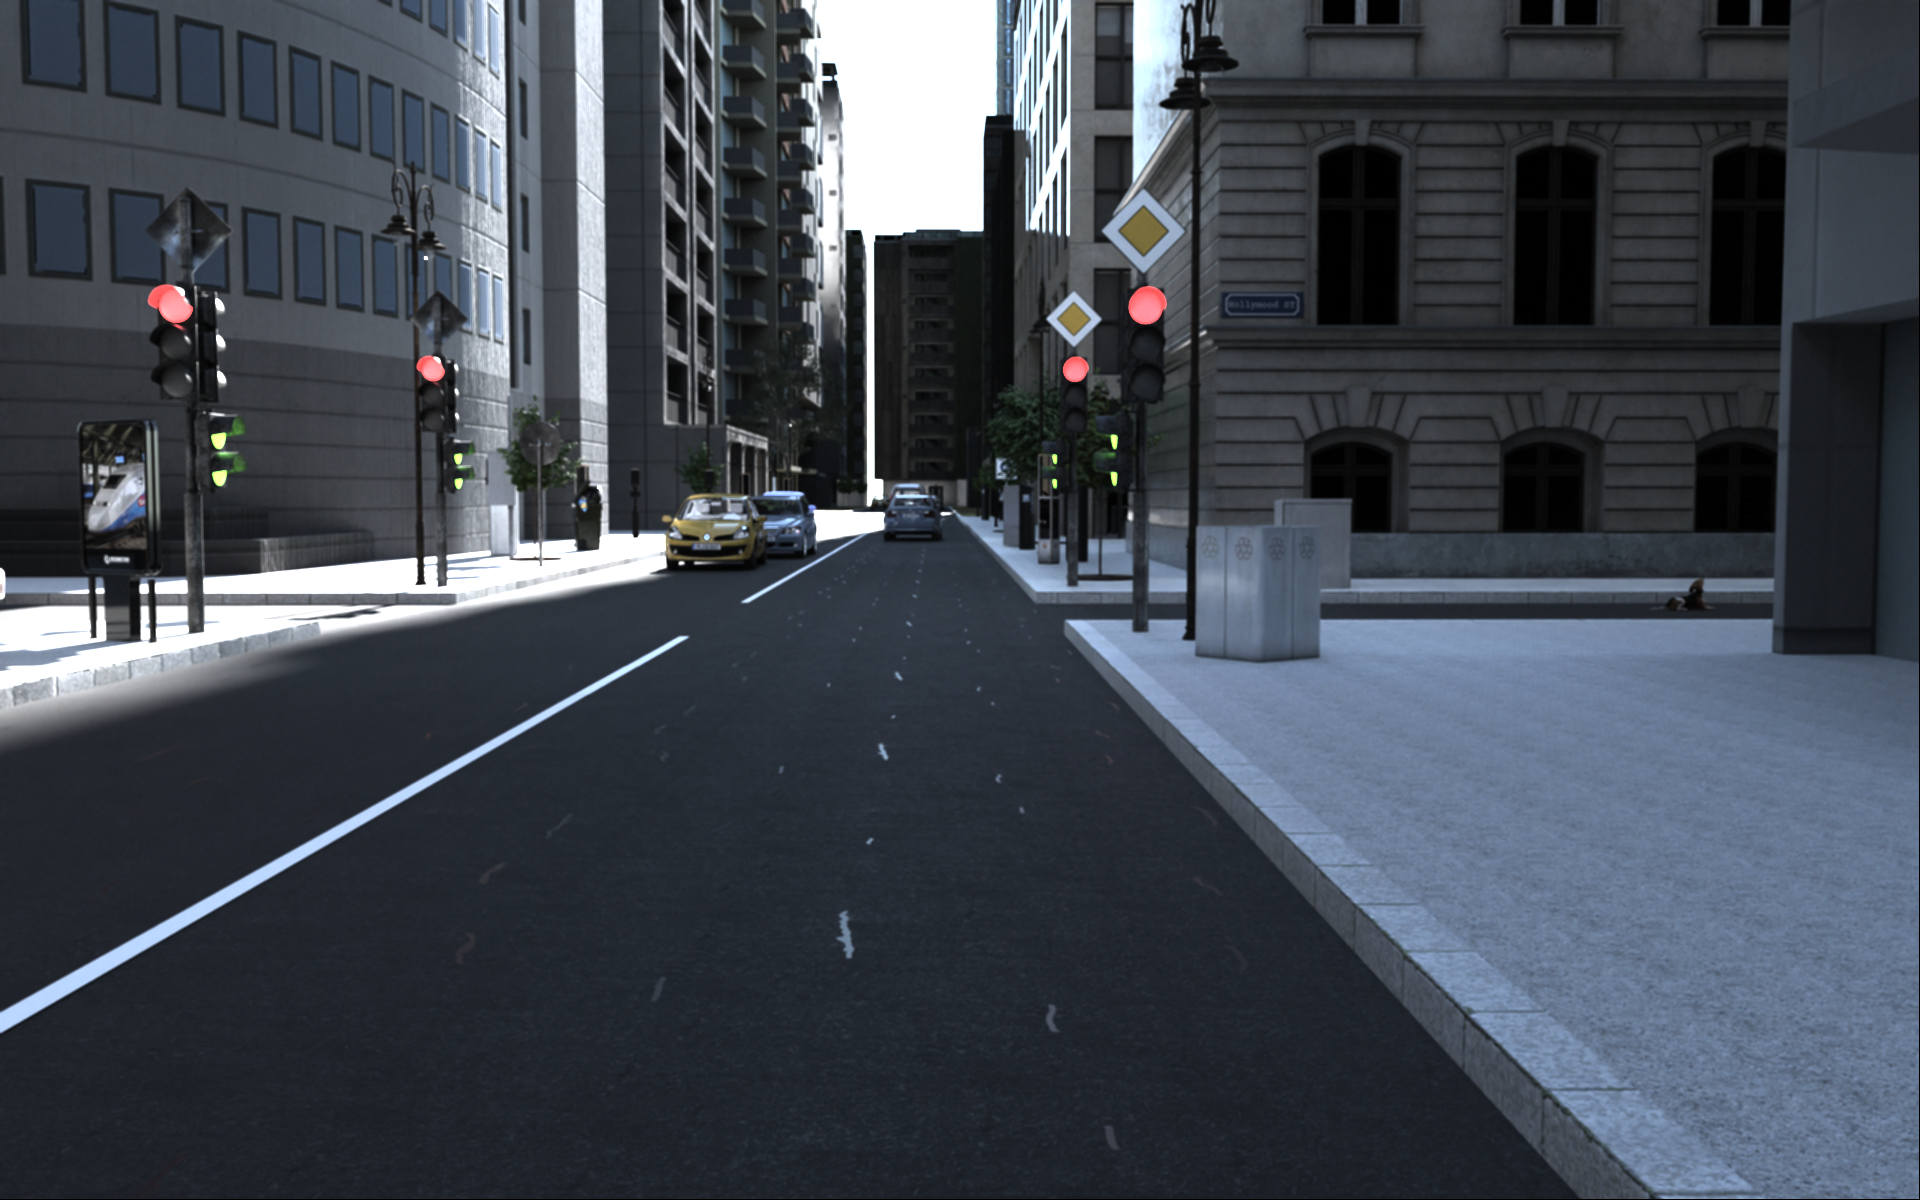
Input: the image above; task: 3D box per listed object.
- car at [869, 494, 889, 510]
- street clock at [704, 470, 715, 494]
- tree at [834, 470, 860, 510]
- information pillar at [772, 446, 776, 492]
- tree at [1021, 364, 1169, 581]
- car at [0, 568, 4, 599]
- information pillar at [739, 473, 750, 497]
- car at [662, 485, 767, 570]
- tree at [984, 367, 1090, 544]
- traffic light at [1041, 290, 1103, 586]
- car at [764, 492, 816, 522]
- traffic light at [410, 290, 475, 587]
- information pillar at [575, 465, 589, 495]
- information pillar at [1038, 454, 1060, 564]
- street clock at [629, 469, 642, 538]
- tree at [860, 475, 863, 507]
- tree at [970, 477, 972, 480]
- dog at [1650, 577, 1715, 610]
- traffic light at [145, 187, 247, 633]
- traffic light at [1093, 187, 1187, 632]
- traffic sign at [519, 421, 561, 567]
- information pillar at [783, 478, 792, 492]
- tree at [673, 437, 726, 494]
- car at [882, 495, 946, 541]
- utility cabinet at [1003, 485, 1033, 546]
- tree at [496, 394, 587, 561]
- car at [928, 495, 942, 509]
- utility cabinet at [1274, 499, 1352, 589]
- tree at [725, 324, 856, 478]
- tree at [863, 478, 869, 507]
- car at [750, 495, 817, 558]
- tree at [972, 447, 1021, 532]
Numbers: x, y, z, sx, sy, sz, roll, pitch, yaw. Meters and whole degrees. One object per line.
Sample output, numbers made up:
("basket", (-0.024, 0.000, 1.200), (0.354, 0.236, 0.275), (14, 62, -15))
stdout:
("car", (-7.151, -8.913, 155.949), (2.015, 1.641, 3.980), (0, 4, -1))
("street clock", (-7.573, -2.921, 52.329), (0.358, 2.002, 0.471), (-1, 4, -15))
("tree", (-9.514, -8.886, 139.890), (1.663, 3.219, 1.824), (0, 3, 0))
("information pillar", (-9.075, -5.706, 84.643), (0.183, 3.616, 0.504), (-1, 4, -18))
("tree", (2.060, -1.928, 26.126), (1.663, 3.219, 1.824), (0, 3, 0))
("car", (-13.812, -0.484, 20.278), (4.827, 1.381, 2.083), (0, 4, 0))
("information pillar", (-7.686, -3.501, 61.741), (0.304, 2.012, 0.304), (-2, 4, -32))
("car", (-4.757, -1.455, 34.006), (2.015, 1.641, 3.980), (0, 4, -2))
("tree", (2.237, -3.751, 45.038), (4.285, 4.588, 4.351), (0, 3, 0))
("traffic light", (1.552, -2.147, 24.027), (0.839, 4.253, 0.868), (0, 4, -1))
("car", (-5.076, -2.458, 49.788), (1.945, 1.707, 3.694), (0, 4, -1))
("traffic light", (-7.158, -2.139, 23.889), (0.839, 4.253, 0.868), (0, 4, -1))
("information pillar", (-9.651, -2.431, 44.247), (0.304, 2.012, 0.304), (0, 4, 1))
("information pillar", (1.634, -1.670, 31.789), (0.304, 2.012, 0.304), (2, 4, 35))
("street clock", (-9.429, -2.798, 50.317), (0.358, 2.002, 0.471), (-1, 4, -10))
("tree", (-9.933, -9.923, 156.836), (1.663, 3.219, 1.824), (0, 3, 0))
("tree", (1.360, -6.859, 106.754), (1.663, 3.219, 1.824), (0, 3, 0))
("dog", (8.942, -0.076, 21.440), (0.748, 0.427, 0.550), (2, 4, 25))
("traffic light", (-7.046, -1.650, 15.905), (0.839, 4.253, 0.868), (0, 4, -1))
("traffic light", (1.664, -1.659, 16.043), (0.839, 4.253, 0.868), (0, 4, -1))
("traffic sign", (-7.373, -1.852, 30.393), (0.768, 2.556, 0.104), (1, 4, 8))
("information pillar", (-8.022, -4.666, 80.785), (0.304, 2.012, 0.304), (2, 4, 25))
("tree", (-8.651, -3.916, 58.625), (1.663, 3.219, 1.824), (0, 3, 0))
("car", (-1.471, -2.607, 54.633), (2.014, 1.417, 4.499), (0, 4, 1))
("utility cabinet", (1.420, -2.048, 42.159), (0.318, 1.500, 1.173), (-1, 4, -21))
("tree", (-8.222, -2.372, 33.386), (1.663, 3.219, 1.824), (0, 3, 0))
("car", (-2.470, -7.607, 136.743), (2.083, 1.381, 4.827), (0, 4, 0))
("utility cabinet", (4.774, -0.753, 23.470), (1.020, 1.237, 0.306), (-1, 4, -15))
("tree", (-9.169, -9.773, 94.198), (8.767, 10.594, 7.601), (2, 4, 32))
("tree", (-9.844, -10.972, 173.992), (1.663, 3.219, 1.824), (0, 3, 0))
("car", (-4.306, -1.719, 40.115), (2.014, 1.417, 4.499), (0, 3, 0))
("tree", (1.656, -3.915, 58.619), (1.663, 3.219, 1.824), (0, 3, 0))
